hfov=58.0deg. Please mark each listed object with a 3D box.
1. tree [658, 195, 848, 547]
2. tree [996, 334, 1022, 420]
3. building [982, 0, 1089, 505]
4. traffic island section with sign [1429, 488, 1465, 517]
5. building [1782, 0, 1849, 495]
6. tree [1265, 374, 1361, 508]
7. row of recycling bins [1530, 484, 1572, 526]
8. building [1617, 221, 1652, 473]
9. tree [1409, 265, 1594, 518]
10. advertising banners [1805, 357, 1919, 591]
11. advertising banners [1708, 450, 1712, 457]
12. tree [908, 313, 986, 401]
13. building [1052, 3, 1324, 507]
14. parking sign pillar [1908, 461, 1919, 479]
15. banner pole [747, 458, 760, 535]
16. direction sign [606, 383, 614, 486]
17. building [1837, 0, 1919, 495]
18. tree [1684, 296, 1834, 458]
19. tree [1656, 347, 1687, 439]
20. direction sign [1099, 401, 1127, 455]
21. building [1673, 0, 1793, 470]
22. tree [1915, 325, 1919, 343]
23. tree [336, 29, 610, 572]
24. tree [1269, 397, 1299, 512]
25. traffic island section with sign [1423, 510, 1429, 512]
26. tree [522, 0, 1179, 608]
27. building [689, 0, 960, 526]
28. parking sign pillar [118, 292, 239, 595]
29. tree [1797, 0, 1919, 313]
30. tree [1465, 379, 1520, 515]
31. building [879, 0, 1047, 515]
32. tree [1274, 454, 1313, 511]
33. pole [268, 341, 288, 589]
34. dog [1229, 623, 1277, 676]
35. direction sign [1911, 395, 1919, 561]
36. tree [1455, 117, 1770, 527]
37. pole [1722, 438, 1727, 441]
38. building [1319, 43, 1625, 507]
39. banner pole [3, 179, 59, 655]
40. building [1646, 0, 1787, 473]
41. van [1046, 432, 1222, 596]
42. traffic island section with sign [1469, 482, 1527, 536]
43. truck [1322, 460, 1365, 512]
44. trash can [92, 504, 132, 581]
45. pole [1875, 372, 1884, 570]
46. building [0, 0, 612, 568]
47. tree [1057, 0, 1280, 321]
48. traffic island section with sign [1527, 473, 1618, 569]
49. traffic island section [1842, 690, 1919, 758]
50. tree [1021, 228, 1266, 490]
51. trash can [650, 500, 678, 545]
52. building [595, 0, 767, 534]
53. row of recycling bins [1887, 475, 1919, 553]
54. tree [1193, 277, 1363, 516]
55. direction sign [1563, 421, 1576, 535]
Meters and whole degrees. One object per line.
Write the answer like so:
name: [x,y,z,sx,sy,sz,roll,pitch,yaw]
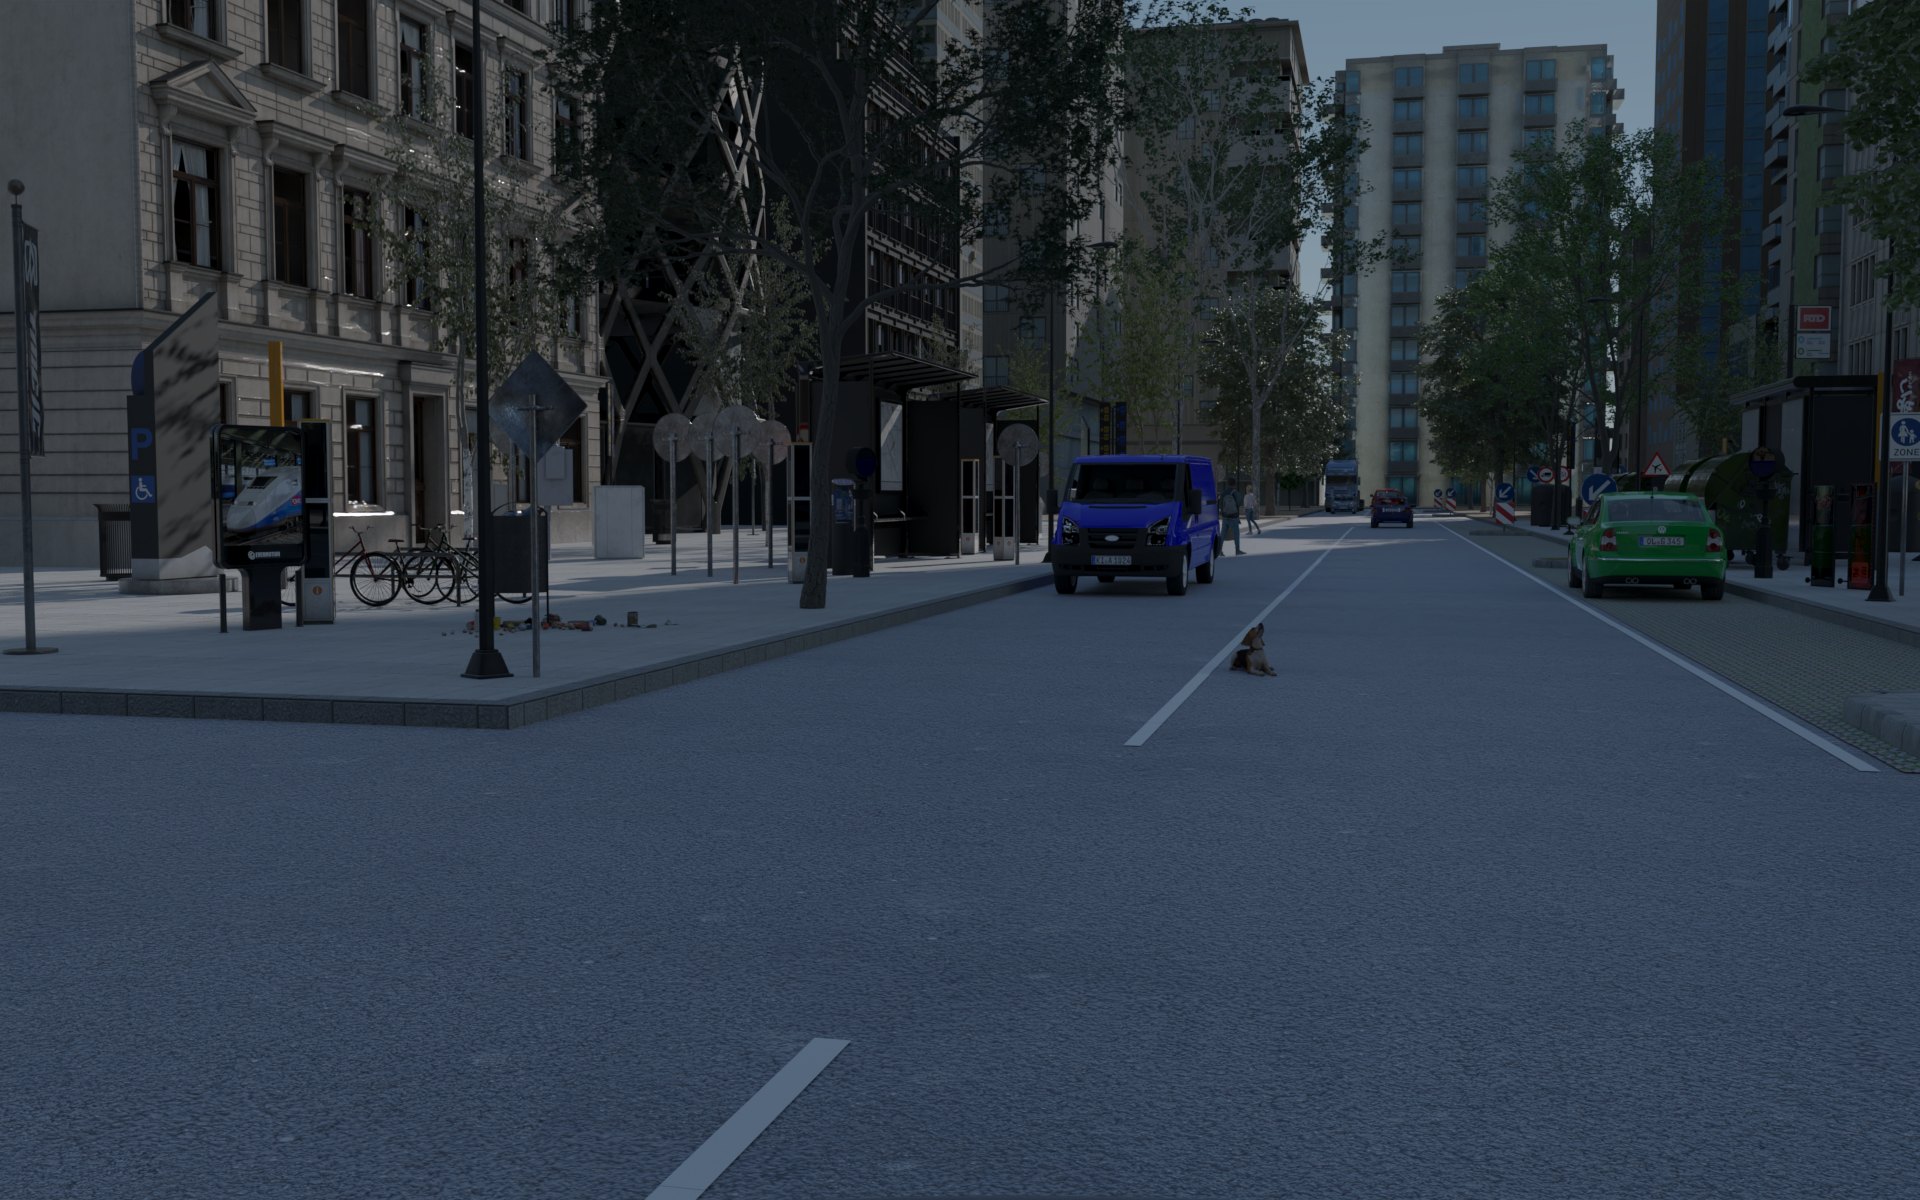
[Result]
tree: [-4.916,-5.609,42.072,4.360,8.622,3.978,0,3,0]
tree: [3.371,-7.855,78.791,4.737,8.622,4.395,0,3,0]
building: [-1.864,-33.540,137.610,27.495,52.752,28.713,1,4,14]
traffic island section with sign: [30.833,-6.157,109.287,1.989,1.847,2.006,1,4,14]
building: [48.822,-24.600,85.810,14.154,41.232,14.086,1,4,14]
tree: [31.967,-14.855,159.893,9.611,12.733,9.660,0,3,0]
row of recycling bins: [24.392,-3.924,71.277,1.069,1.692,3.534,2,4,35]
building: [75.294,-24.794,177.076,14.107,30.474,14.160,1,4,14]
tree: [29.278,-11.465,94.106,9.857,13.997,8.962,0,3,0]
advertising banners: [12.057,-1.648,23.135,0.090,3.025,2.074,-1,4,-11]
advertising banners: [29.935,-4.495,69.680,0.090,3.025,2.074,1,4,9]
tree: [-0.412,-7.317,69.988,4.360,8.622,3.978,0,3,0]
building: [26.942,-37.103,195.869,27.495,52.752,28.713,1,4,14]
parking sign pillar: [30.901,-4.195,57.059,1.447,3.967,1.447,1,4,22]
banner pole: [-6.430,-3.916,54.041,0.401,3.779,0.863,0,4,2]
direction sign: [-7.200,-2.676,35.746,0.379,3.537,0.876,0,4,-4]
building: [43.366,-15.251,67.376,12.078,24.808,19.932,1,4,14]
tree: [30.594,-7.040,65.474,4.737,8.622,4.395,0,3,0]
tree: [32.235,-7.588,74.425,4.737,8.622,4.395,0,3,0]
direction sign: [3.765,-3.101,42.695,0.379,3.537,0.876,-3,5,-42]
building: [58.781,-48.481,105.334,22.319,86.520,31.000,1,4,14]
tree: [29.141,-6.046,49.212,4.737,8.622,4.395,0,3,0]
tree: [-7.898,-4.778,28.489,4.360,8.622,3.978,0,3,0]
tree: [22.060,-10.424,120.797,4.737,8.622,4.395,0,3,0]
traffic island section with sign: [37.337,-7.774,135.735,1.989,1.847,2.006,1,4,14]
tree: [-1.349,-5.173,18.996,7.601,10.594,8.767,1,4,23]
building: [-7.854,-15.195,78.111,12.332,23.373,15.834,1,4,14]
parking sign pillar: [-10.239,-2.087,22.601,1.447,3.967,1.447,1,4,13]
tree: [11.130,-5.952,15.448,7.486,12.596,7.792,0,3,0]
tree: [31.943,-9.387,103.838,4.737,8.622,4.395,0,3,0]
building: [-11.914,-25.177,103.531,32.217,40.220,23.993,1,4,14]
tree: [25.254,-9.119,132.816,4.285,4.588,4.351,0,3,0]
pole: [-9.160,-1.799,23.264,0.158,3.312,0.155,0,3,0]
dog: [2.421,0.379,13.993,0.550,0.427,0.748,2,4,33]
direction sign: [18.433,-2.511,33.054,0.379,3.537,0.876,-3,5,-39]
tree: [17.672,-7.412,46.943,9.928,11.665,9.643,0,3,0]
pole: [27.697,-4.219,62.818,0.158,3.312,0.155,0,3,0]
building: [54.713,-34.732,187.477,30.456,49.044,23.786,1,4,14]
banner pole: [-7.561,-1.473,14.098,0.401,3.779,0.863,-1,4,-14]
building: [60.175,-29.328,129.632,14.600,45.320,14.200,1,4,14]
van: [2.745,-1.344,26.367,2.240,2.365,5.245,1,4,15]
traffic island section with sign: [18.677,-3.136,59.900,1.989,1.847,2.006,1,4,14]
truck: [31.824,-9.364,142.852,2.967,4.110,18.799,1,4,15]
trash can: [-12.444,-0.860,25.710,0.748,1.137,0.748,0,3,0]
pole: [15.440,-2.154,29.062,0.158,3.312,0.155,0,3,0]
building: [-16.417,-10.681,39.264,10.561,19.102,19.286,1,4,14]
tree: [9.187,-12.667,62.994,12.611,20.169,13.585,0,3,0]
traffic island section with sign: [12.233,-1.535,33.723,1.989,1.847,2.006,1,4,14]
traffic island section: [6.327,0.761,9.840,2.009,0.180,2.903,1,4,14]
tree: [4.966,-5.920,47.154,4.737,8.622,4.395,0,3,0]
trash can: [-7.543,-1.989,44.170,0.748,1.137,0.748,0,3,0]
building: [-15.309,-11.627,57.554,16.820,18.784,16.811,1,4,14]
row of recycling bins: [22.192,-1.911,38.352,3.534,1.692,1.069,0,3,0]
tree: [18.326,-11.905,101.309,9.857,13.997,8.962,0,3,0]
direction sign: [19.150,-3.813,54.335,0.379,3.537,0.876,2,4,34]
